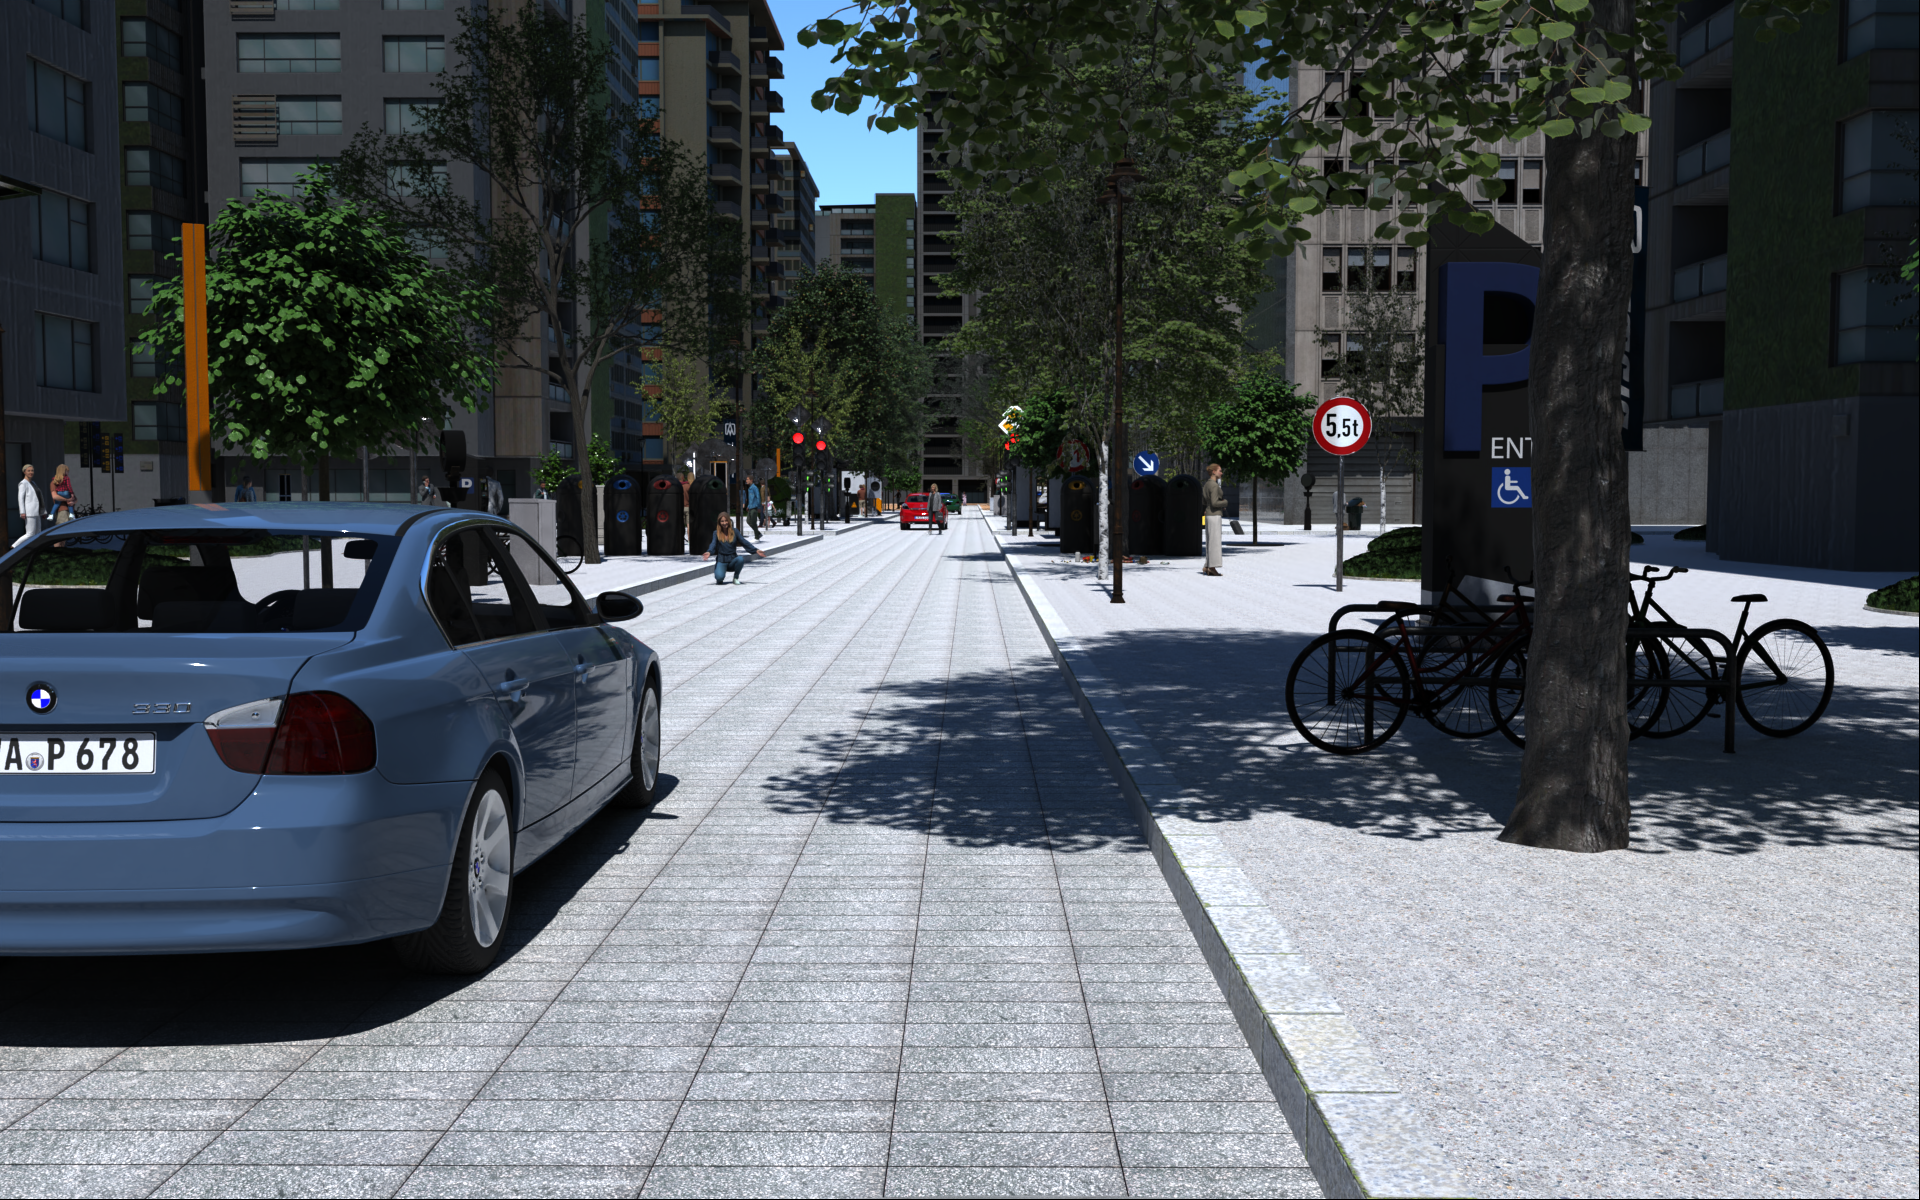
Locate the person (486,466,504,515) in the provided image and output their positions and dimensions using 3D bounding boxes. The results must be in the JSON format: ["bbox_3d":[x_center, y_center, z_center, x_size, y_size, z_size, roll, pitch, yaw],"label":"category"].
[{"bbox_3d":[-9.337,-1.730,34.167,0.661,1.843,0.795,0,4,-3],"label":"person"}]

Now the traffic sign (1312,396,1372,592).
[{"bbox_3d":[4.993,-1.383,22.715,0.768,2.556,0.104,0,4,5],"label":"traffic sign"}]

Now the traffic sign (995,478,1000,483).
[{"bbox_3d":[2.897,-7.543,123.442,0.768,2.556,0.104,0,4,5],"label":"traffic sign"}]

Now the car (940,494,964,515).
[{"bbox_3d":[-0.805,-6.726,121.768,2.131,1.459,4.920,0,3,0],"label":"car"}]

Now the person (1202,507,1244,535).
[{"bbox_3d":[8.625,-2.944,56.846,1.509,1.804,0.699,-1,4,-12],"label":"person"}]

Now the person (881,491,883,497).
[{"bbox_3d":[-7.029,-8.987,152.935,0.705,1.831,1.348,1,4,12],"label":"person"}]

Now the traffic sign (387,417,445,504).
[{"bbox_3d":[-6.451,-1.245,20.460,0.768,2.556,0.104,0,4,7],"label":"traffic sign"}]

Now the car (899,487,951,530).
[{"bbox_3d":[-1.440,-3.747,70.296,2.155,1.783,4.494,0,4,2],"label":"car"}]

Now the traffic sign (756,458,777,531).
[{"bbox_3d":[-6.789,-3.709,60.748,0.768,2.556,0.104,0,4,3],"label":"traffic sign"}]

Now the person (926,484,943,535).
[{"bbox_3d":[-0.832,-3.189,60.815,0.709,1.800,0.728,3,4,36],"label":"person"}]

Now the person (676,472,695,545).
[{"bbox_3d":[-6.847,-2.287,43.414,0.580,1.828,0.573,-2,4,-33],"label":"person"}]

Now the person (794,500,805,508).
[{"bbox_3d":[-10.379,-6.097,111.223,0.738,1.151,1.012,-3,5,-44],"label":"person"}]

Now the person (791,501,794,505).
[{"bbox_3d":[-16.124,-9.876,167.152,0.705,1.869,1.348,0,4,-6],"label":"person"}]

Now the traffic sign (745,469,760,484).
[{"bbox_3d":[-8.454,-4.184,70.533,0.606,2.300,0.079,0,4,5],"label":"traffic sign"}]

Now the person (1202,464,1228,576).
[{"bbox_3d":[4.007,-1.255,27.109,0.362,1.759,0.519,-1,4,-9],"label":"person"}]

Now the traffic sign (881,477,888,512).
[{"bbox_3d":[-5.587,-7.699,125.991,0.768,2.556,0.104,0,4,2],"label":"traffic sign"}]

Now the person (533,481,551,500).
[{"bbox_3d":[-15.406,-3.521,63.966,0.721,1.781,0.623,1,4,18],"label":"person"}]

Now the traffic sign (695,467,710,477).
[{"bbox_3d":[-7.954,-3.267,53.517,0.768,2.556,0.104,0,4,6],"label":"traffic sign"}]

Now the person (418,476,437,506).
[{"bbox_3d":[-16.349,-2.910,53.421,0.447,1.846,0.655,3,5,41],"label":"person"}]

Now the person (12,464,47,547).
[{"bbox_3d":[-17.635,-1.640,32.735,0.818,1.842,0.514,-2,4,-26],"label":"person"}]

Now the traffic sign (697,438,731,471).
[{"bbox_3d":[-5.599,-2.404,39.405,0.768,2.556,0.104,0,4,2],"label":"traffic sign"}]

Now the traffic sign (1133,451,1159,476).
[{"bbox_3d":[5.448,-3.097,50.745,0.768,2.556,0.104,0,4,3],"label":"traffic sign"}]

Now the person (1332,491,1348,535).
[{"bbox_3d":[12.289,-2.876,55.727,0.583,1.804,0.606,-2,4,-31],"label":"person"}]

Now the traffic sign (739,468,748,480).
[{"bbox_3d":[-8.429,-4.032,65.929,0.884,2.594,0.081,0,4,4],"label":"traffic sign"}]

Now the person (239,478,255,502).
[{"bbox_3d":[-18.596,-2.336,45.248,0.512,1.701,0.522,2,4,28],"label":"person"}]

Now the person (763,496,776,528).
[{"bbox_3d":[-7.211,-3.328,65.478,0.505,1.210,0.382,-1,4,-11],"label":"person"}]

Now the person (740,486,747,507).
[{"bbox_3d":[-14.932,-6.893,118.773,0.581,1.822,0.654,1,4,11],"label":"person"}]

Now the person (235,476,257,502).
[{"bbox_3d":[-22.127,-2.924,53.718,0.638,1.841,0.748,0,4,-5],"label":"person"}]

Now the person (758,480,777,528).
[{"bbox_3d":[-7.429,-3.686,66.221,0.836,1.842,0.656,-1,4,-12],"label":"person"}]

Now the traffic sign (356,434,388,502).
[{"bbox_3d":[-8.649,-1.536,25.226,0.768,2.556,0.104,0,4,7],"label":"traffic sign"}]

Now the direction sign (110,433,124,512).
[{"bbox_3d":[-31.439,-4.421,64.282,0.379,3.537,0.876,2,4,30],"label":"direction sign"}]

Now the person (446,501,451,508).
[{"bbox_3d":[-14.003,-2.522,47.763,0.515,1.767,0.782,0,4,7],"label":"person"}]

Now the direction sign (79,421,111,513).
[{"bbox_3d":[-25.653,-3.618,51.152,0.876,3.537,0.379,2,4,26],"label":"direction sign"}]

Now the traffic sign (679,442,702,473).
[{"bbox_3d":[-6.740,-2.702,43.911,0.795,2.593,0.064,0,4,7],"label":"traffic sign"}]

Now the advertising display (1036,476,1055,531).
[{"bbox_3d":[3.129,-3.357,60.099,0.974,1.923,0.123,1,4,10],"label":"advertising display"}]

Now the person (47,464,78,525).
[{"bbox_3d":[-16.569,-1.589,31.994,0.580,1.828,0.573,3,5,42],"label":"person"}]

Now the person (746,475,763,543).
[{"bbox_3d":[-5.448,-2.419,45.934,0.444,1.785,0.601,-1,4,-12],"label":"person"}]

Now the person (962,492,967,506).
[{"bbox_3d":[0.535,-12.329,210.746,0.551,1.740,0.621,-1,4,-19],"label":"person"}]

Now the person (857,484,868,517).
[{"bbox_3d":[-5.400,-5.515,96.180,0.573,1.828,0.580,1,4,15],"label":"person"}]

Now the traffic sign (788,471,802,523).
[{"bbox_3d":[-7.385,-4.617,77.621,0.606,2.300,0.079,0,4,3],"label":"traffic sign"}]

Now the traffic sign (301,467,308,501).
[{"bbox_3d":[-7.490,-1.210,19.795,0.884,2.594,0.081,0,4,8],"label":"traffic sign"}]

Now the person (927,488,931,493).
[{"bbox_3d":[-1.995,-6.593,116.270,0.580,1.828,0.573,2,4,26],"label":"person"}]

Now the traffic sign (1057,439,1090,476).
[{"bbox_3d":[2.622,-2.446,40.099,0.768,2.556,0.104,0,4,7],"label":"traffic sign"}]

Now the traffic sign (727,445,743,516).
[{"bbox_3d":[-5.964,-2.719,44.557,0.768,2.556,0.104,0,4,5],"label":"traffic sign"}]

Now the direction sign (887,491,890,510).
[{"bbox_3d":[-5.626,-8.844,136.596,0.876,3.537,0.379,-1,4,-11],"label":"direction sign"}]

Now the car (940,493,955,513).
[{"bbox_3d":[-1.263,-7.568,133.332,1.945,1.707,3.694,0,4,-2],"label":"car"}]

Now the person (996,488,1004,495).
[{"bbox_3d":[2.627,-6.827,117.645,0.794,1.824,0.713,-1,4,-13],"label":"person"}]

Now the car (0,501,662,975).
[{"bbox_3d":[-2.274,0.340,6.450,2.014,1.417,4.499,0,4,0],"label":"car"}]

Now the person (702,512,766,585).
[{"bbox_3d":[-3.584,-0.821,27.424,1.012,1.151,0.738,-1,4,-11],"label":"person"}]
